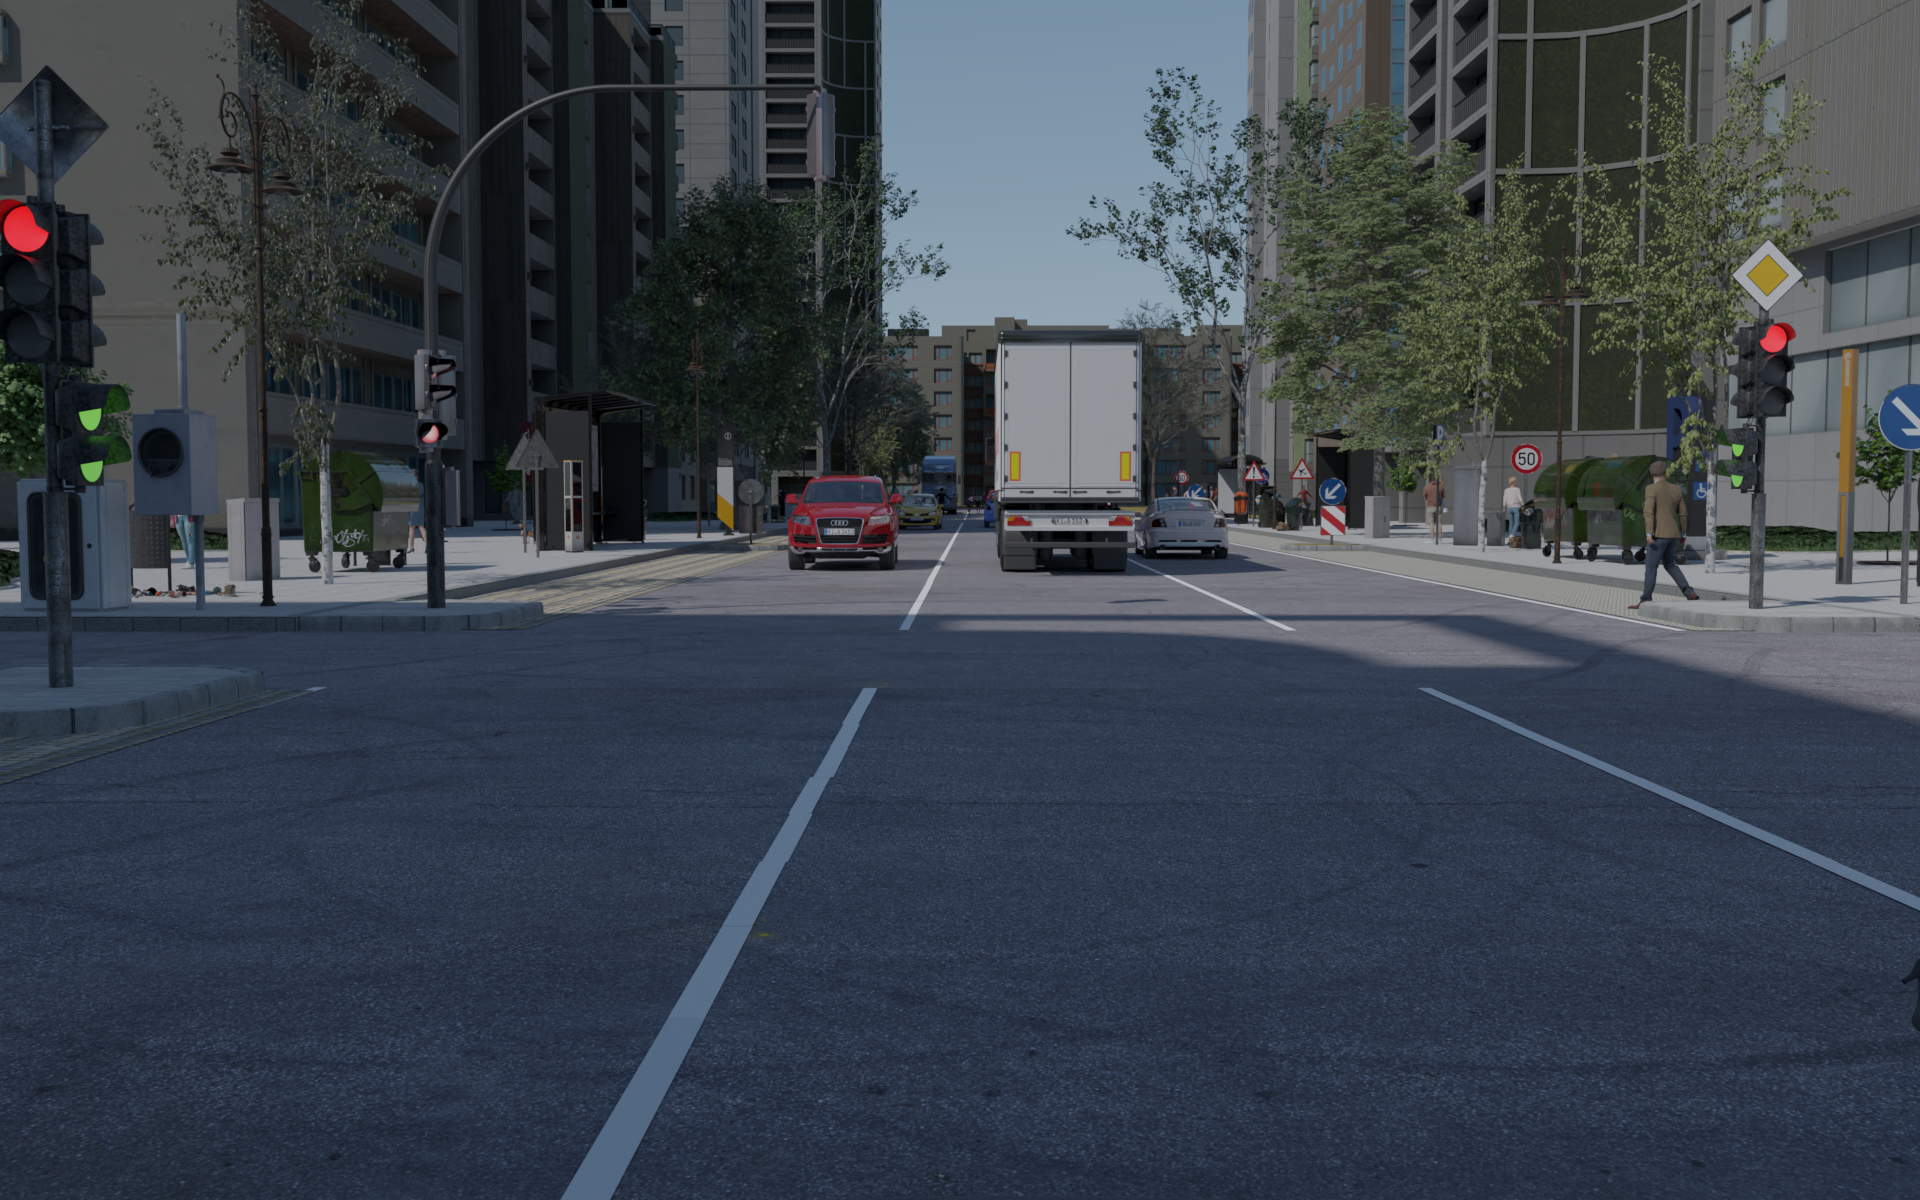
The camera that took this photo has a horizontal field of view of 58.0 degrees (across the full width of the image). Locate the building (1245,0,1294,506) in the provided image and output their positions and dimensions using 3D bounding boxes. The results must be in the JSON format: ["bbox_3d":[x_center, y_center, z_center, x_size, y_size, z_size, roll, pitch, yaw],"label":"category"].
[{"bbox_3d":[34.566,-36.836,144.269,21.231,58.520,28.212,0,4,1],"label":"building"}]

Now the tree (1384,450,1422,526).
[{"bbox_3d":[17.925,-4.571,69.330,1.663,3.219,1.824,0,3,0],"label":"tree"}]

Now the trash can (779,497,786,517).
[{"bbox_3d":[-9.062,-4.778,89.778,0.748,1.137,0.748,0,3,0],"label":"trash can"}]

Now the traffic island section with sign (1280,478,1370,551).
[{"bbox_3d":[9.195,-2.161,43.964,1.989,1.847,2.006,0,4,1],"label":"traffic island section with sign"}]

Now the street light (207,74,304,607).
[{"bbox_3d":[-7.926,-2.867,19.661,0.468,5.910,1.993,0,4,1],"label":"street light"}]

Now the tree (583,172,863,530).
[{"bbox_3d":[-8.264,-8.857,61.826,9.611,12.733,9.660,0,3,0],"label":"tree"}]

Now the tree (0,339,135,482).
[{"bbox_3d":[-17.010,-2.928,31.581,4.285,4.588,4.351,0,3,0],"label":"tree"}]

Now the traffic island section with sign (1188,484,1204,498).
[{"bbox_3d":[9.476,-3.812,70.954,1.989,1.847,2.006,0,4,1],"label":"traffic island section with sign"}]

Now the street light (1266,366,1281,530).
[{"bbox_3d":[11.393,-5.493,62.591,0.468,5.910,1.993,0,4,1],"label":"street light"}]

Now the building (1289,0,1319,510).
[{"bbox_3d":[30.588,-26.872,122.950,14.154,41.232,14.086,0,4,1],"label":"building"}]

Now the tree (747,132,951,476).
[{"bbox_3d":[-6.732,-14.436,91.916,12.611,20.169,13.585,0,3,0],"label":"tree"}]

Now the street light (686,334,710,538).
[{"bbox_3d":[-7.587,-4.735,50.209,0.468,5.910,1.993,0,4,1],"label":"street light"}]

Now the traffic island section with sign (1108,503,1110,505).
[{"bbox_3d":[10.026,-6.880,121.115,1.989,1.847,2.006,0,4,1],"label":"traffic island section with sign"}]

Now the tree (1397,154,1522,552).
[{"bbox_3d":[11.546,-5.368,38.130,4.737,8.622,4.395,0,3,0],"label":"tree"}]

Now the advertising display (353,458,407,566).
[{"bbox_3d":[-10.378,-1.574,30.956,0.974,1.923,0.123,-1,4,-15],"label":"advertising display"}]

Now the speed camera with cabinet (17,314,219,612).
[{"bbox_3d":[-9.252,-1.509,19.000,2.038,3.252,0.660,0,4,7],"label":"speed camera with cabinet"}]

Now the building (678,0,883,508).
[{"bbox_3d":[-19.691,-46.472,198.066,20.611,71.187,20.563,0,4,1],"label":"building"}]

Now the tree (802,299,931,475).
[{"bbox_3d":[-7.011,-12.125,108.606,12.009,13.543,11.850,0,3,0],"label":"tree"}]

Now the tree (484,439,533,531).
[{"bbox_3d":[-16.049,-4.049,60.805,1.663,3.219,1.824,0,3,0],"label":"tree"}]

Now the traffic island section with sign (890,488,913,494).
[{"bbox_3d":[-4.499,-6.890,121.280,1.989,1.847,2.006,0,4,1],"label":"traffic island section with sign"}]

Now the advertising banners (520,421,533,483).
[{"bbox_3d":[-10.164,-2.828,42.426,0.090,3.025,2.074,1,4,20],"label":"advertising banners"}]

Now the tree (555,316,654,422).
[{"bbox_3d":[-13.679,-7.286,69.481,4.360,8.622,3.978,0,3,0],"label":"tree"}]

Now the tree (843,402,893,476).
[{"bbox_3d":[-7.429,-11.345,135.846,4.360,8.622,3.978,0,3,0],"label":"tree"}]

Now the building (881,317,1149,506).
[{"bbox_3d":[6.008,-21.917,203.388,28.899,21.520,27.650,0,4,1],"label":"building"}]

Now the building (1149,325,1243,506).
[{"bbox_3d":[35.334,-21.881,202.792,28.899,21.520,27.650,0,4,1],"label":"building"}]

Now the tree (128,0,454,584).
[{"bbox_3d":[-9.211,-4.521,24.286,4.360,8.622,3.978,0,3,0],"label":"tree"}]

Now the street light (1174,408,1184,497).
[{"bbox_3d":[11.782,-7.380,93.447,0.468,5.910,1.993,0,4,1],"label":"street light"}]

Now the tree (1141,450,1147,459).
[{"bbox_3d":[13.200,-13.561,156.129,7.601,10.594,8.767,0,4,-6],"label":"tree"}]

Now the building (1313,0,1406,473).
[{"bbox_3d":[30.691,-28.043,108.617,14.600,45.320,14.200,0,4,1],"label":"building"}]

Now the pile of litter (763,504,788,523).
[{"bbox_3d":[-8.240,-3.865,77.156,1.719,0.858,1.176,1,4,8],"label":"pile of litter"}]

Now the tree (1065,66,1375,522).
[{"bbox_3d":[11.446,-13.594,78.155,12.611,20.169,13.585,0,3,0],"label":"tree"}]

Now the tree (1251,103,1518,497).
[{"bbox_3d":[12.454,-8.149,51.369,7.486,12.596,7.792,0,3,0],"label":"tree"}]

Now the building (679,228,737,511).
[{"bbox_3d":[-31.701,-17.032,123.510,27.650,21.520,28.899,0,4,1],"label":"building"}]

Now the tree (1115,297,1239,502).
[{"bbox_3d":[12.091,-12.087,107.985,12.009,13.543,11.850,0,3,0],"label":"tree"}]

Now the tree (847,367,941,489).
[{"bbox_3d":[-6.547,-16.126,170.308,9.857,13.997,8.962,0,3,0],"label":"tree"}]

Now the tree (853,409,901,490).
[{"bbox_3d":[-6.785,-11.938,145.550,4.737,8.622,4.395,0,3,0],"label":"tree"}]

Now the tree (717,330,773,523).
[{"bbox_3d":[-8.634,-7.682,75.955,4.737,8.622,4.395,0,3,0],"label":"tree"}]

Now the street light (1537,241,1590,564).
[{"bbox_3d":[11.036,-3.611,31.836,0.468,5.910,1.993,0,4,1],"label":"street light"}]

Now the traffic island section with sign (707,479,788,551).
[{"bbox_3d":[-5.327,-2.175,44.184,1.989,1.847,2.006,0,4,1],"label":"traffic island section with sign"}]

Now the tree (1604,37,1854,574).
[{"bbox_3d":[11.890,-4.737,27.810,4.737,8.622,4.395,0,3,0],"label":"tree"}]

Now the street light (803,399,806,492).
[{"bbox_3d":[-7.276,-6.604,80.757,0.468,5.910,1.993,0,4,1],"label":"street light"}]

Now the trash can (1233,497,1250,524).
[{"bbox_3d":[12.007,-3.809,73.937,0.748,1.137,0.748,0,3,0],"label":"trash can"}]

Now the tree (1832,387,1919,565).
[{"bbox_3d":[16.813,-2.262,31.587,1.663,3.219,1.824,0,3,0],"label":"tree"}]
